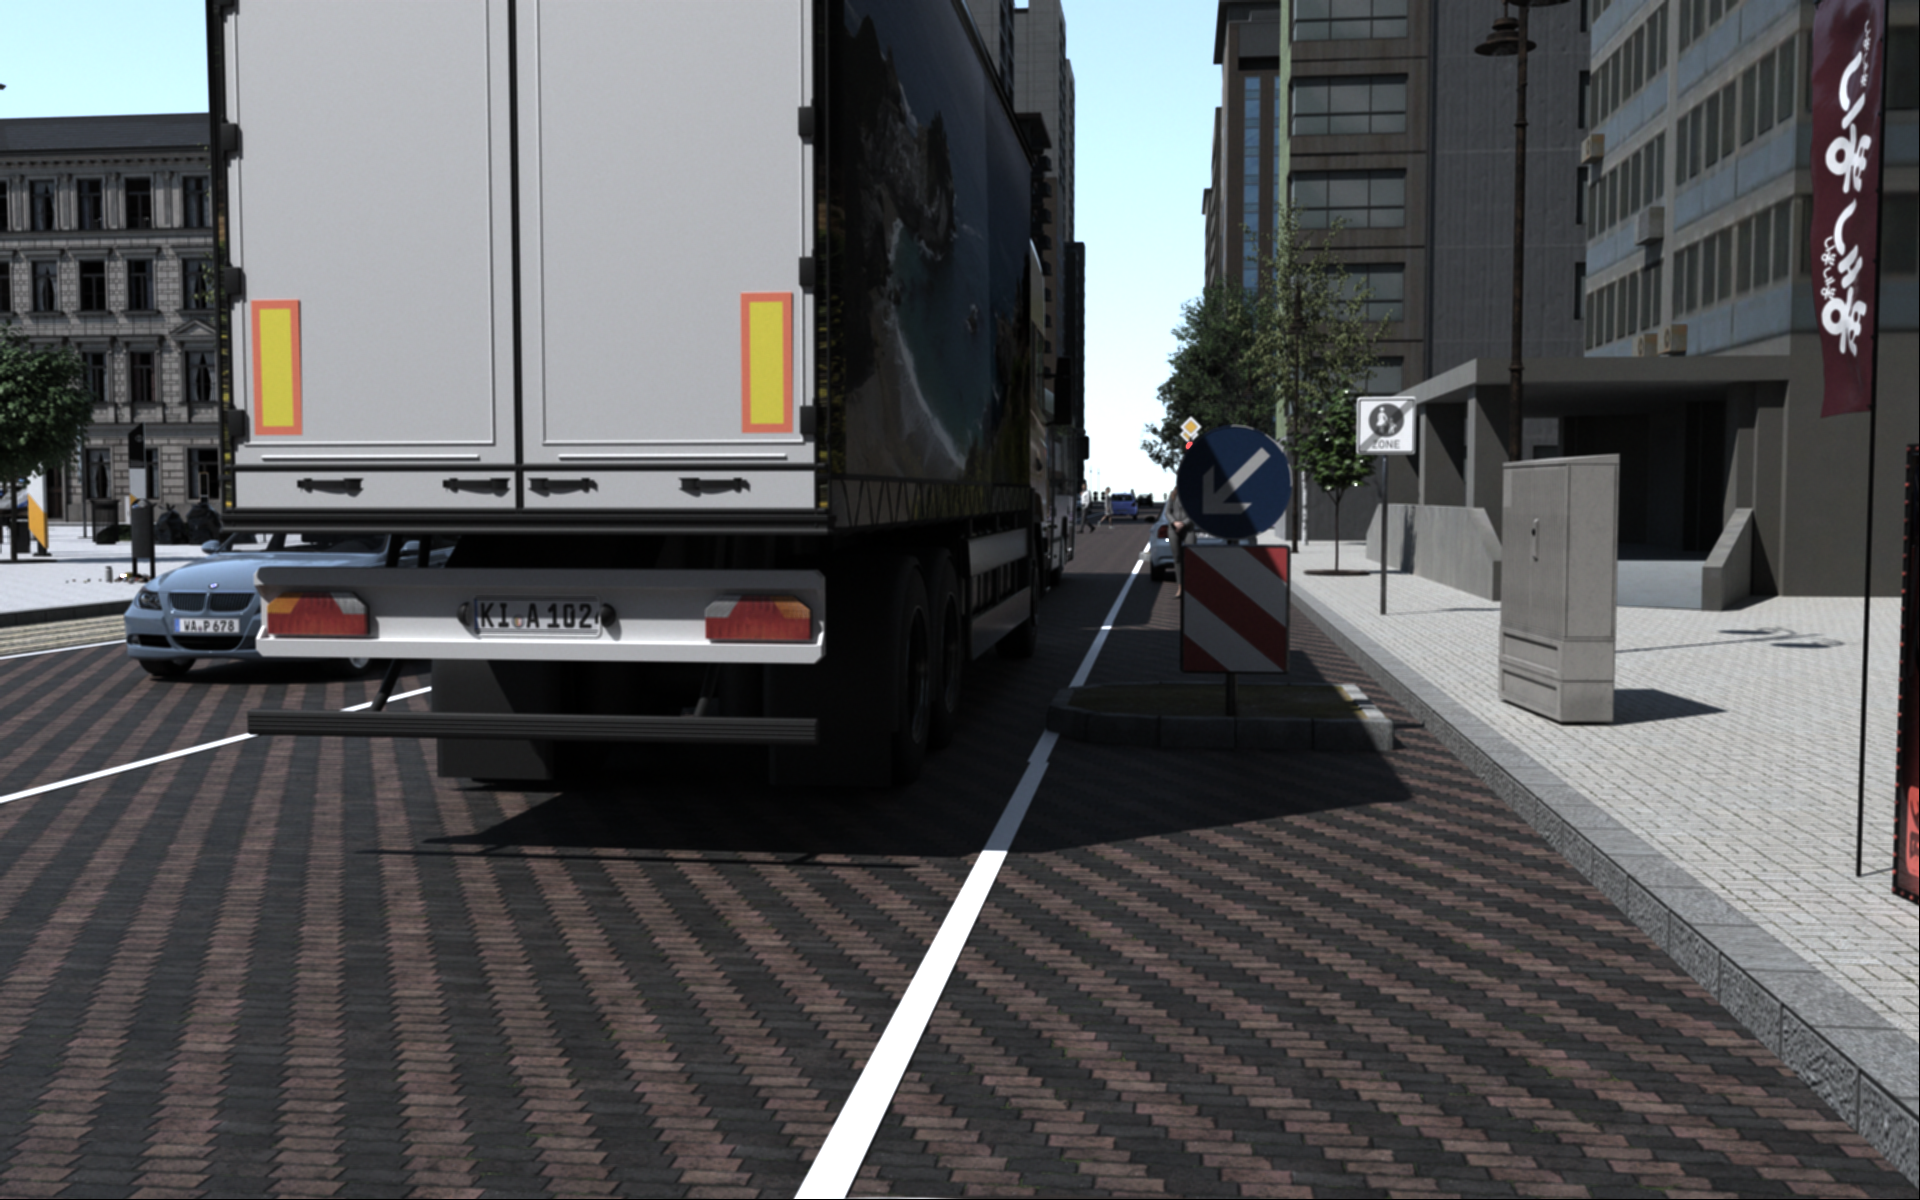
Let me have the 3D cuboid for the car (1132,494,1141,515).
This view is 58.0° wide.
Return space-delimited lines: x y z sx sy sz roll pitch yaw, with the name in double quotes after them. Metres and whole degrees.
11.249 -6.594 117.593 2.009 1.686 4.222 0 4 6 "car"

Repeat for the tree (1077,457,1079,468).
12.839 -16.265 216.300 4.360 8.622 3.978 0 3 0 "tree"

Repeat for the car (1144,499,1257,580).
4.176 -1.095 29.909 2.014 1.417 4.499 0 4 7 "car"

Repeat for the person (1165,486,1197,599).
3.044 -0.908 23.624 0.520 1.790 0.573 1 4 10 "person"

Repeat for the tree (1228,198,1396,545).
8.630 -5.662 42.941 4.737 8.622 4.395 0 3 0 "tree"

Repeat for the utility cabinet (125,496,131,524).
-31.212 -3.308 65.246 0.306 1.237 1.020 -2 4 -35 "utility cabinet"

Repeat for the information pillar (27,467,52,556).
-19.014 -2.711 35.671 0.504 3.616 0.183 2 4 25 "information pillar"

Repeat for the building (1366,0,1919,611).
23.209 -20.336 24.376 32.217 40.220 23.993 0 4 7 "building"

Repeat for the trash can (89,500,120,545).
-21.804 -1.990 44.186 0.748 1.137 0.748 0 3 0 "trash can"

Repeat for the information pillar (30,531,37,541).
-25.526 -2.641 47.673 0.304 2.012 0.304 1 4 15 "information pillar"

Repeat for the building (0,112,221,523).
-40.464 -13.309 82.223 19.286 19.102 10.561 0 4 7 "building"

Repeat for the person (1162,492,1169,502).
35.978 -17.984 303.317 1.217 1.735 0.721 2 4 27 "person"

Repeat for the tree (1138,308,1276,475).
16.164 -11.610 106.825 9.611 12.733 9.660 0 3 0 "tree"

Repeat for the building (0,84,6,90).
-62.647 -17.642 85.711 25.104 27.353 12.463 0 4 7 "building"

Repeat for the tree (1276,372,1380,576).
6.063 -2.008 27.434 1.663 3.219 1.824 0 3 0 "tree"

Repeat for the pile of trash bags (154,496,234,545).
-19.034 -2.151 44.923 1.912 1.369 3.447 2 4 27 "pile of trash bags"

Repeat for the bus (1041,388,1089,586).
-0.013 -1.807 24.401 2.948 3.499 13.247 0 4 8 "bus"

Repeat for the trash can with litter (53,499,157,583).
-11.796 -0.866 25.219 2.233 1.210 1.678 3 4 36 "trash can with litter"

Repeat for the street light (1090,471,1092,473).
21.080 -18.734 279.095 0.468 5.910 1.993 0 4 7 "street light"

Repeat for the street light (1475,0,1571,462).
4.234 -2.468 13.135 0.468 5.910 1.993 0 4 7 "street light"

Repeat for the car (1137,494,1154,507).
20.729 -11.282 194.240 2.009 1.686 4.222 1 4 9 "car"

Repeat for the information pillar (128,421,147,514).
-26.475 -3.941 55.790 0.504 3.616 0.183 -1 4 -13 "information pillar"

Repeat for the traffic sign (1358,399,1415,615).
4.500 -0.992 18.350 0.606 2.300 0.079 1 4 9 "traffic sign"

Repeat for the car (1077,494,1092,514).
8.477 -6.924 125.000 2.131 1.459 4.920 1 4 9 "car"

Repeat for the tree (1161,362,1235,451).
18.160 -12.671 125.301 7.486 12.596 7.792 0 3 0 "tree"

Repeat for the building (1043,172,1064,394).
6.890 -36.009 238.850 14.600 45.320 14.200 0 4 7 "building"

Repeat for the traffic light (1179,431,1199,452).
9.262 -4.974 70.250 0.839 4.253 0.868 0 4 7 "traffic light"

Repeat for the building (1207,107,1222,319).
40.769 -35.632 206.291 21.300 48.544 21.600 0 4 7 "building"

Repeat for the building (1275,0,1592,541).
16.763 -22.553 52.340 14.154 41.232 14.086 0 4 7 "building"

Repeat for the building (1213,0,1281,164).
41.108 -36.220 181.430 28.713 52.752 27.495 0 4 7 "building"

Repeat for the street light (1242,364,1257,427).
10.286 -5.439 61.711 0.468 5.910 1.993 0 4 7 "street light"

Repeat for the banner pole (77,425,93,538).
-25.411 -3.673 50.078 0.401 3.779 0.863 -1 4 -14 "banner pole"

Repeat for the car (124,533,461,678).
-5.384 -0.191 15.124 2.014 1.417 4.499 0 4 6 "car"

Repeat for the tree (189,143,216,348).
-10.793 -4.873 30.041 4.737 8.622 4.395 0 3 0 "tree"

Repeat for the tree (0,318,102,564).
-17.786 -2.974 32.342 4.285 4.588 4.351 0 3 0 "tree"

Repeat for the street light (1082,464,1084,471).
18.119 -17.252 254.852 0.468 5.910 1.993 0 4 7 "street light"

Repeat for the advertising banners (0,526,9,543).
-25.014 -2.974 44.811 0.090 3.025 2.074 1 4 8 "advertising banners"

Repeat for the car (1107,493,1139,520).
9.026 -5.316 96.512 1.945 1.707 3.694 0 4 5 "car"

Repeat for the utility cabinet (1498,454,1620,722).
3.467 -0.088 10.120 0.318 1.500 1.173 0 4 1 "utility cabinet"

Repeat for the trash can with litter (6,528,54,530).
-33.639 -3.164 62.788 1.678 1.210 2.233 -1 4 -18 "trash can with litter"

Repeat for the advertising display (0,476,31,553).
-20.353 -1.973 37.471 0.974 1.923 0.123 0 4 -8 "advertising display"

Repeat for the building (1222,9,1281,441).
31.668 -31.300 161.859 14.600 45.320 14.200 0 4 7 "building"

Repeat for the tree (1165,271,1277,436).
13.376 -9.556 82.001 9.928 11.665 9.643 0 3 0 "tree"

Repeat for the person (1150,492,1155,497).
29.684 -15.893 269.062 1.217 1.735 0.721 0 4 -6 "person"

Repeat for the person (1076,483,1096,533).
4.595 -3.360 63.535 0.850 1.850 0.679 -1 4 -22 "person"

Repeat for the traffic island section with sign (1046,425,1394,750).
1.564 -0.129 10.733 1.989 1.847 2.006 0 4 7 "traffic island section with sign"

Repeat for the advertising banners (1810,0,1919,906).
2.999 -0.551 5.199 0.090 3.025 2.074 0 4 2 "advertising banners"

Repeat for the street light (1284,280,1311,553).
7.290 -3.960 37.541 0.468 5.910 1.993 0 4 7 "street light"

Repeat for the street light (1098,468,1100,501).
24.259 -20.211 303.241 0.468 5.910 1.993 0 4 7 "street light"

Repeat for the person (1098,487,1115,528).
6.134 -3.852 72.226 0.760 1.731 0.466 -2 4 -26 "person"

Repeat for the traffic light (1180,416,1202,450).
8.276 -4.490 62.326 0.839 4.253 0.868 0 4 7 "traffic light"

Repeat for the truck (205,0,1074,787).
-0.925 -1.407 11.922 2.839 4.237 11.283 0 4 7 "truck"

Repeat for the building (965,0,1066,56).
7.237 -49.986 255.524 20.563 71.187 20.611 0 4 7 "building"

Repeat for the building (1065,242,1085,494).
12.359 -36.098 273.796 14.154 41.232 14.086 0 4 7 "building"

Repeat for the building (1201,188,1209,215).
54.465 -42.658 286.691 28.713 52.752 27.495 0 4 7 "building"

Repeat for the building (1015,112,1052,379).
-1.146 -33.138 196.427 22.147 44.769 28.867 0 4 7 "building"

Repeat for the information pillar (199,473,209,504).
-25.980 -3.367 59.549 0.304 2.012 0.304 -2 4 -24 "information pillar"

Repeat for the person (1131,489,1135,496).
12.585 -7.211 126.491 0.616 1.811 0.778 2 4 24 "person"

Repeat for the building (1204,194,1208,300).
47.912 -39.075 262.572 21.300 48.544 21.600 0 4 7 "building"
